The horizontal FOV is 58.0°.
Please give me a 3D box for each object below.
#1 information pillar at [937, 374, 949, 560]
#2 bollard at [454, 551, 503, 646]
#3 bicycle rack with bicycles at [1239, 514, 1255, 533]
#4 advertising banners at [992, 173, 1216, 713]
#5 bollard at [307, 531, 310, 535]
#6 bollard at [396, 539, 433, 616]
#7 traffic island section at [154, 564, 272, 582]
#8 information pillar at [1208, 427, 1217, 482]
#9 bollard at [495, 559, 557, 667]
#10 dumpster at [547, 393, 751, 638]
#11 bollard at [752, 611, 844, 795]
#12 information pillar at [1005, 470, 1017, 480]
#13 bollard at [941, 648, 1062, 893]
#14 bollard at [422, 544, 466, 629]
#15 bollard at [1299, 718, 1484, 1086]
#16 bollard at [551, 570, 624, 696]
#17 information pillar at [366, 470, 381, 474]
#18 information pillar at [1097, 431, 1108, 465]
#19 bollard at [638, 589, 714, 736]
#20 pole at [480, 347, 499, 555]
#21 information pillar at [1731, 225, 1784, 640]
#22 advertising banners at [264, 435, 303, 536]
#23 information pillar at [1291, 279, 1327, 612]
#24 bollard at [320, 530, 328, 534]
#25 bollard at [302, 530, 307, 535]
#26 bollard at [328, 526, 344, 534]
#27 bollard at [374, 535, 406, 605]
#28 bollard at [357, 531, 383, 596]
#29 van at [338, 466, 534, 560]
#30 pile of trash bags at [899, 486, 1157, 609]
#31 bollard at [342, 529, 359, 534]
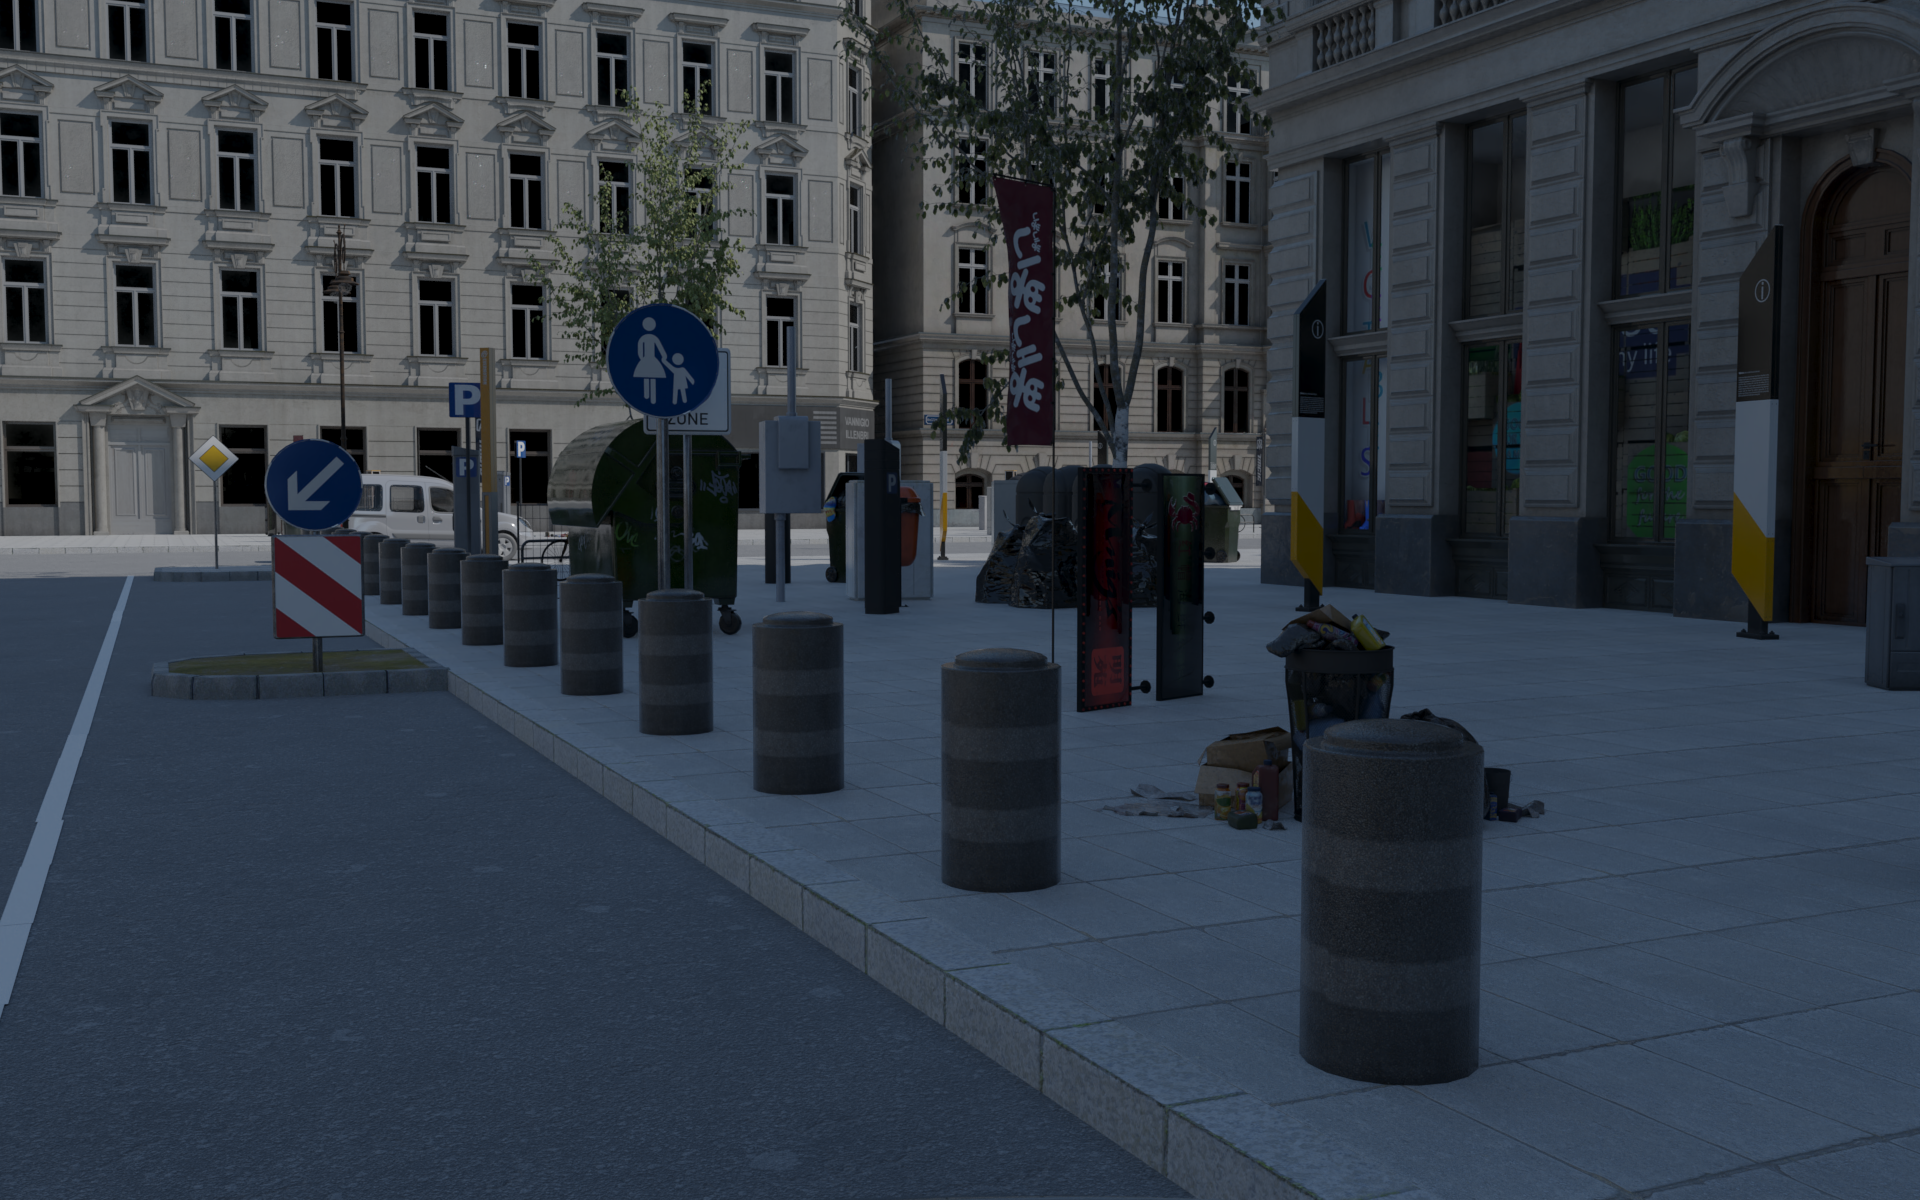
[{"bbox_3d":[-0.322,-2.583,33.580,0.183,3.616,0.504,0,4,-8],"label":"information pillar"},{"bbox_3d":[-4.060,-0.006,14.813,0.404,0.777,0.398,0,3,0],"label":"bollard"},{"bbox_3d":[8.376,-2.730,58.014,2.925,0.926,2.852,-2,4,-28],"label":"bicycle rack with bicycles"},{"bbox_3d":[0.886,-0.861,10.273,0.090,3.025,2.074,3,5,43],"label":"advertising banners"},{"bbox_3d":[-10.778,-0.893,29.322,0.404,0.777,0.398,0,3,0],"label":"bollard"},{"bbox_3d":[-5.737,-0.228,18.438,0.404,0.777,0.398,0,3,0],"label":"bollard"},{"bbox_3d":[-12.730,-0.455,29.725,2.009,0.180,2.903,-2,4,-25],"label":"traffic island section"},{"bbox_3d":[8.803,-4.221,60.375,0.183,3.616,0.504,2,4,35],"label":"information pillar"},{"bbox_3d":[-3.221,0.106,12.989,0.404,0.777,0.398,0,3,0],"label":"bollard"},{"bbox_3d":[-2.916,-0.840,16.226,1.502,2.255,1.985,-2,4,-25],"label":"dumpster"},{"bbox_3d":[-0.705,0.438,7.554,0.404,0.777,0.398,0,3,0],"label":"bollard"},{"bbox_3d":[1.567,-3.003,53.583,0.304,2.012,0.304,1,4,20],"label":"information pillar"},{"bbox_3d":[0.135,0.549,5.743,0.404,0.777,0.398,0,3,0],"label":"bollard"},{"bbox_3d":[-4.899,-0.117,16.627,0.404,0.777,0.398,0,3,0],"label":"bollard"},{"bbox_3d":[0.977,0.660,3.929,0.404,0.777,0.398,0,3,0],"label":"bollard"},{"bbox_3d":[-2.378,0.216,11.179,0.404,0.777,0.398,0,3,0],"label":"bollard"},{"bbox_3d":[-18.111,-3.000,53.540,0.304,2.012,0.304,3,5,41],"label":"information pillar"},{"bbox_3d":[5.241,-4.426,63.716,0.183,3.616,0.504,-3,5,-43],"label":"information pillar"},{"bbox_3d":[-1.536,0.327,9.368,0.404,0.777,0.398,0,3,0],"label":"bollard"},{"bbox_3d":[-6.586,-1.859,24.235,0.158,3.312,0.155,0,3,0],"label":"pole"},{"bbox_3d":[7.076,-1.469,15.372,0.183,3.616,0.504,-1,4,-11],"label":"information pillar"},{"bbox_3d":[-20.229,-3.406,51.873,2.074,3.025,0.090,3,4,37],"label":"advertising banners"},{"bbox_3d":[3.795,-1.680,18.828,0.504,3.616,0.183,-3,5,-42],"label":"information pillar"},{"bbox_3d":[-9.942,-0.782,27.510,0.404,0.777,0.398,0,3,0],"label":"bollard"},{"bbox_3d":[-11.618,-1.004,31.134,0.404,0.777,0.398,0,3,0],"label":"bollard"},{"bbox_3d":[-9.102,-0.672,25.698,0.404,0.777,0.398,0,3,0],"label":"bollard"},{"bbox_3d":[-6.582,-0.339,20.261,0.404,0.777,0.398,0,3,0],"label":"bollard"},{"bbox_3d":[-7.422,-0.450,22.071,0.404,0.777,0.398,0,3,0],"label":"bollard"},{"bbox_3d":[-11.211,-1.830,36.938,4.112,2.044,2.013,-2,4,-24],"label":"van"},{"bbox_3d":[0.666,-0.634,20.117,3.447,1.369,1.912,-1,4,-9],"label":"pile of trash bags"},{"bbox_3d":[-8.255,-0.561,23.885,0.404,0.777,0.398,0,3,0],"label":"bollard"}]
